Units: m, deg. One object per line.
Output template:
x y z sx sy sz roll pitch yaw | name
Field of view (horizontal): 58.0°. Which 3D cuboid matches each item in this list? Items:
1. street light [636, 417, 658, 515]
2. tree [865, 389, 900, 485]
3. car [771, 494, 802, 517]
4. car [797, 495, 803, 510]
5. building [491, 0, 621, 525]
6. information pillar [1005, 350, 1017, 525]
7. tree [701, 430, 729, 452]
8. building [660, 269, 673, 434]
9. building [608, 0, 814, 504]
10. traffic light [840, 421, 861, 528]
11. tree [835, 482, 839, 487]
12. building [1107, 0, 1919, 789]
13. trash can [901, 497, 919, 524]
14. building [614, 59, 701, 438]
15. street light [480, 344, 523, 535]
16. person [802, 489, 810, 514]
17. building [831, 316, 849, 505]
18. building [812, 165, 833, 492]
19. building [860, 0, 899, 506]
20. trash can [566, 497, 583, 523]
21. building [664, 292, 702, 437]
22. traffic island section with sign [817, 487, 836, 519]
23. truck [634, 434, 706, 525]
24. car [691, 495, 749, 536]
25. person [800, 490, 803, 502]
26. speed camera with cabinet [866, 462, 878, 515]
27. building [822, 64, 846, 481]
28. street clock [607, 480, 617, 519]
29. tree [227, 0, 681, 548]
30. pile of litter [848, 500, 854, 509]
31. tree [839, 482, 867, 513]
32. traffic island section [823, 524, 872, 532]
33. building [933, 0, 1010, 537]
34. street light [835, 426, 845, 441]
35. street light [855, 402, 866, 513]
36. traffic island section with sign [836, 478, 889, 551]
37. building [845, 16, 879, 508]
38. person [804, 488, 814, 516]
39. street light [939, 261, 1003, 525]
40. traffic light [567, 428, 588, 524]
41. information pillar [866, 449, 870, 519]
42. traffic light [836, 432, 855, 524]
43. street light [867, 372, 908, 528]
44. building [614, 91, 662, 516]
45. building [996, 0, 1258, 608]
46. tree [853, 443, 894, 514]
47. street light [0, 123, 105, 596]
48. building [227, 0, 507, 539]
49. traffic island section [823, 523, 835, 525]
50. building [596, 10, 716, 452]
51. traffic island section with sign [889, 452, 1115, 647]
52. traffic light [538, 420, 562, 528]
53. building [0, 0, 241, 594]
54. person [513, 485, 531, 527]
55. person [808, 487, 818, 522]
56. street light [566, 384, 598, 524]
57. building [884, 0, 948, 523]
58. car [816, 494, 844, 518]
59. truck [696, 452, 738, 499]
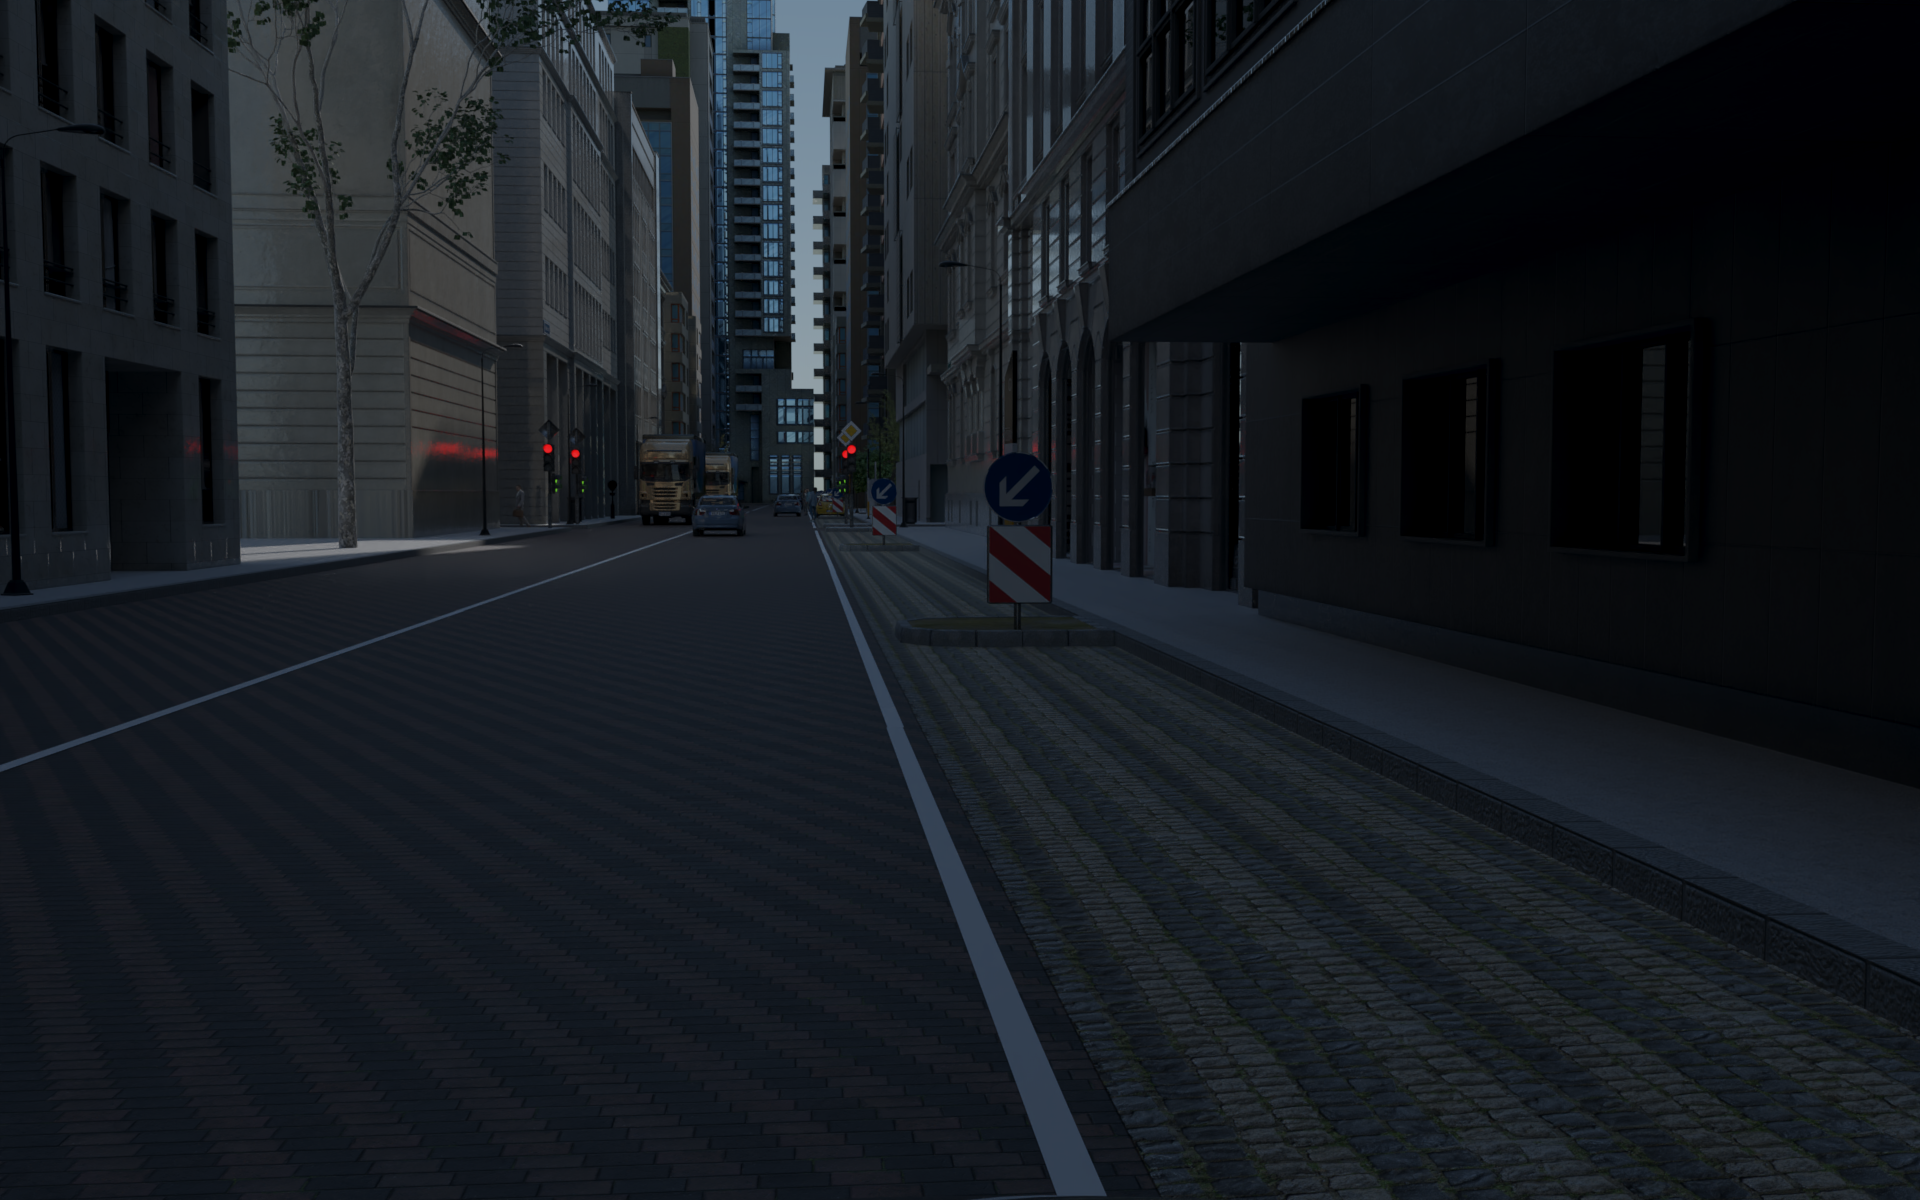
-18.836 -8.050 104.162 1.470 5.913 1.316 0 4 -5 | street light
-4.296 -10.292 118.635 4.737 8.622 4.395 0 3 0 | tree
-11.102 -6.066 111.182 2.014 1.417 4.499 0 4 -7 | car
-15.457 -9.068 160.843 1.945 1.354 3.894 0 4 -5 | car
-24.151 -18.883 86.234 11.434 29.767 29.804 0 4 -5 | building
0.839 -2.268 28.440 0.183 3.616 0.504 -1 4 -14 | information pillar
-28.345 -15.230 199.371 4.360 8.622 3.978 0 3 0 | tree
-28.403 -18.088 131.899 11.583 22.565 21.152 0 4 -5 | building
-36.028 -56.717 239.988 31.000 86.520 22.319 0 4 -5 | building
-4.169 -4.727 66.201 0.839 4.253 0.868 0 4 -5 | traffic light
-9.957 -9.691 153.053 1.663 3.219 1.824 0 3 0 | tree
9.555 -13.012 6.250 14.314 27.812 24.014 0 4 -5 | building
-2.136 -3.808 73.914 0.748 1.137 0.748 0 3 0 | trash can
-34.787 -32.565 182.553 14.600 45.320 14.200 0 4 -5 | building
-14.227 -4.964 53.696 1.470 5.913 1.316 0 4 -5 | street light
-10.778 -6.891 121.444 0.520 1.790 0.573 -2 4 -31 | person
0.450 -20.748 184.274 27.650 21.520 28.899 0 4 -5 | building
-5.490 -38.252 245.035 30.456 49.044 23.786 0 4 -5 | building
3.523 -29.404 135.377 22.147 44.769 28.867 0 4 -5 | building
-16.971 -3.954 76.298 0.748 1.137 0.748 0 3 0 | trash can
-38.833 -19.344 161.311 27.650 21.520 28.899 0 4 -5 | building
-7.099 -5.513 98.768 1.989 1.847 2.006 0 4 -5 | traffic island section with sign
-13.849 -5.794 83.648 2.839 4.237 11.283 0 4 -5 | truck
-8.353 -2.949 60.218 2.014 1.417 4.499 0 4 -5 | car
-15.541 -9.842 169.506 0.705 1.814 1.350 1 4 17 | person
-5.428 -6.861 106.512 0.660 3.252 2.038 0 4 -6 | speed camera with cabinet
-2.186 -38.076 211.776 28.713 52.752 27.495 0 4 -5 | building
-18.046 -5.221 89.938 0.471 2.002 0.358 -2 4 -30 | street clock
-13.221 -11.268 40.121 12.611 20.169 13.585 0 3 0 | tree
-9.449 -8.130 146.895 1.176 0.858 1.719 0 4 -6 | pile of litter
-6.650 -7.384 115.335 1.663 3.219 1.824 0 3 0 | tree
-4.128 -2.693 66.319 2.009 0.180 2.903 0 4 -5 | traffic island section
6.625 -16.363 54.925 14.401 28.519 23.554 0 4 -5 | building
-7.559 -8.898 118.019 1.470 5.913 1.316 0 4 -5 | street light
-4.566 -7.009 87.143 1.470 5.913 1.316 0 4 -5 | street light
-2.069 -2.157 43.903 1.989 1.847 2.006 0 4 -5 | traffic island section with sign
-3.520 -31.283 161.586 14.600 45.320 14.200 0 4 -5 | building
-9.963 -6.484 114.384 0.748 1.841 0.638 1 4 16 | person
0.276 -3.803 34.719 1.470 5.913 1.316 0 4 -5 | street light
-16.161 -5.149 73.108 0.839 4.253 0.868 0 4 -5 | traffic light
-4.736 -5.996 89.392 0.183 3.616 0.504 0 4 -6 | information pillar
-4.898 -5.213 74.153 0.839 4.253 0.868 0 4 -5 | traffic light
-2.702 -5.736 66.322 1.470 5.913 1.316 0 4 -5 | street light
-26.146 -17.947 111.448 12.078 24.808 19.932 0 4 -5 | building
8.063 -11.557 30.755 13.314 21.916 24.055 0 4 -5 | building
-5.760 -7.811 111.417 4.285 4.588 4.351 0 3 0 | tree
-11.422 -3.015 21.830 1.470 5.913 1.316 0 4 -5 | street light
-30.696 -13.591 55.497 30.059 22.955 16.112 0 4 -5 | building
-4.857 -3.180 74.271 2.009 0.180 2.903 0 4 -5 | traffic island section
-44.210 -40.893 210.606 28.212 58.520 21.231 0 4 -5 | building
0.377 -0.516 17.058 1.989 1.847 2.006 0 4 -5 | traffic island section with sign
-15.432 -4.663 65.156 0.839 4.253 0.868 0 4 -5 | traffic light
-17.570 -10.246 22.281 10.420 20.320 16.860 0 4 -5 | building
-17.838 -3.766 70.194 0.853 1.813 0.709 -3 5 -42 | person
-7.539 -4.911 89.067 0.793 1.790 0.793 1 4 10 | person
-15.944 -6.148 73.053 1.470 5.913 1.316 0 4 -5 | street light
9.672 -30.543 88.623 27.495 52.752 28.713 0 4 -5 | building
-7.777 -5.717 103.698 2.015 1.641 3.980 0 4 -6 | car
-16.682 -7.931 118.587 2.839 4.237 11.283 0 4 -5 | truck
